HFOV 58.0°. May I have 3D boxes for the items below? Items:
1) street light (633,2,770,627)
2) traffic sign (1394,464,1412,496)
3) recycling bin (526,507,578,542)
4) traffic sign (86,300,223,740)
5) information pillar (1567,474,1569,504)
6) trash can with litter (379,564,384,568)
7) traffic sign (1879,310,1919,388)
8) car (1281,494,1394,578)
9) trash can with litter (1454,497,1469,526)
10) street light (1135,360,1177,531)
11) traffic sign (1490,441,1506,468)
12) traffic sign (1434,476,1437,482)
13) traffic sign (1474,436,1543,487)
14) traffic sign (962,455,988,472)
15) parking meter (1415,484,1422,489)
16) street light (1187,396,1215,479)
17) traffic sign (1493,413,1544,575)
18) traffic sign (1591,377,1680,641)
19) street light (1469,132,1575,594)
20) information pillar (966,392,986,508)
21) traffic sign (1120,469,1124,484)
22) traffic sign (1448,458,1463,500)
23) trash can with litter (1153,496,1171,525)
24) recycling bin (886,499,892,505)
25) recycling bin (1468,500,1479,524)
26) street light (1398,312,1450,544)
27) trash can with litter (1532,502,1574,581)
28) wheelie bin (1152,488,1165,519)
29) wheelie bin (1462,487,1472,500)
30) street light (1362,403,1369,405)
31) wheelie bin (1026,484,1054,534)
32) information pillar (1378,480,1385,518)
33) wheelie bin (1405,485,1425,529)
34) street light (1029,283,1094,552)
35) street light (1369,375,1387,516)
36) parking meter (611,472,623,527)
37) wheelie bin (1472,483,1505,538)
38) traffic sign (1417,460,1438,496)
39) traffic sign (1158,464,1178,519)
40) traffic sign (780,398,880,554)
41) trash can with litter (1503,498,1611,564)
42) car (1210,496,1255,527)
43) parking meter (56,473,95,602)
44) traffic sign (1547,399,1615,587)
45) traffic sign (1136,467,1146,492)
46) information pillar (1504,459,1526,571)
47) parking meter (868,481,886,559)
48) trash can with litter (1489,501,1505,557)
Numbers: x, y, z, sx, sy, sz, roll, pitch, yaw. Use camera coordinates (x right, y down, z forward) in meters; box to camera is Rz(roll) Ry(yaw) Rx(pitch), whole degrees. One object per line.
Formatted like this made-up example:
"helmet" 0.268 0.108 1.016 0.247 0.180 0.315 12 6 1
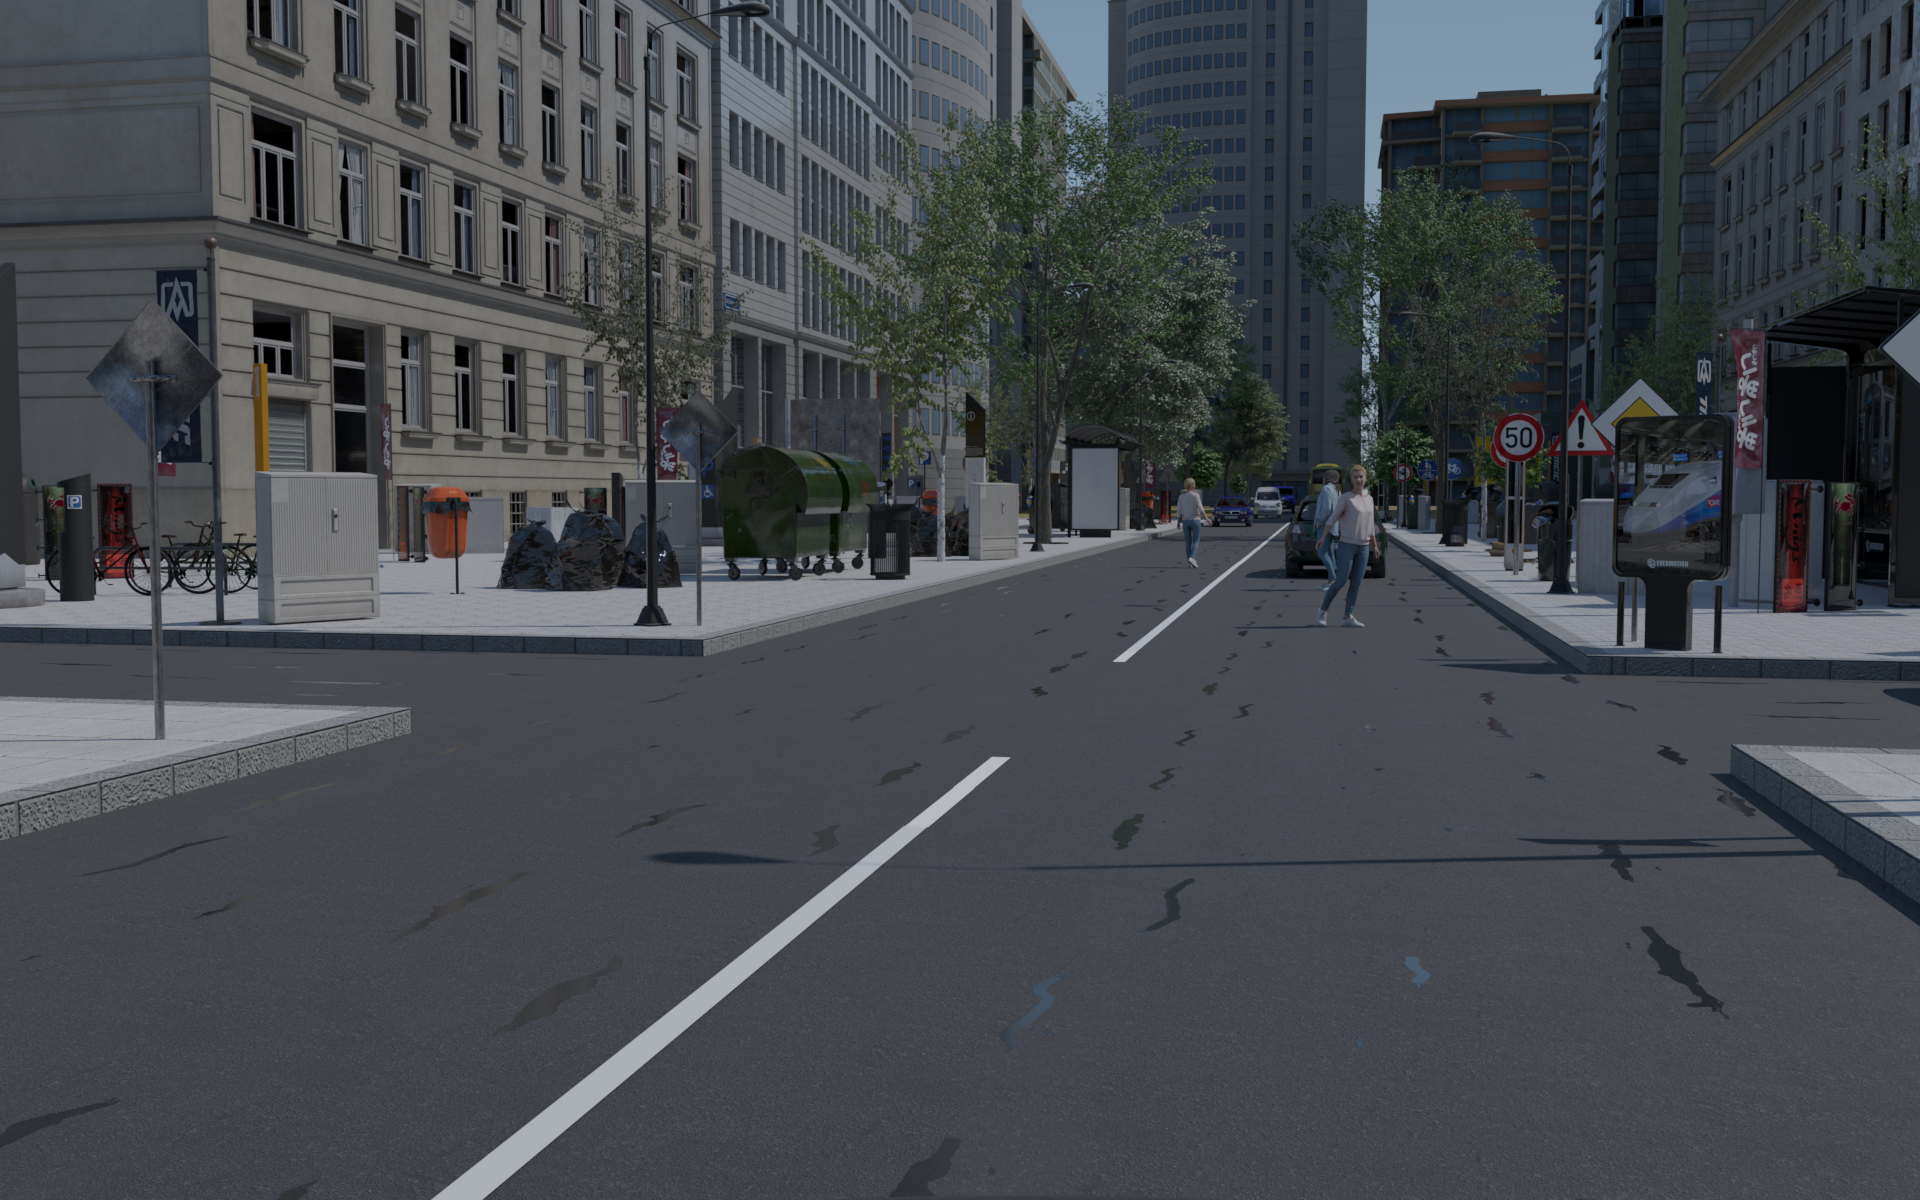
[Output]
"street light" -2.474 -2.696 16.620 1.470 5.913 1.316 1 4 12
"traffic sign" 18.557 -4.433 72.591 0.768 2.556 0.104 1 4 16
"recycling bin" -7.807 -1.263 33.197 0.722 1.027 0.722 3 4 36
"traffic sign" -4.181 -0.327 8.996 0.795 2.450 0.064 1 4 12
"information pillar" 21.983 -3.581 63.036 0.304 2.012 0.304 1 4 11
"trash can with litter" -10.807 -1.146 29.790 1.678 1.210 2.233 -1 4 -15
"traffic sign" 4.225 -0.218 7.213 0.795 2.450 0.064 1 4 12
"car" 6.761 -1.302 31.071 2.009 1.686 4.222 1 4 13
"trash can with litter" 19.920 -3.541 69.289 0.624 1.170 1.055 0 4 -8
"street light" 6.815 -5.358 60.145 1.470 5.913 1.316 1 4 12
"traffic sign" 11.003 -2.115 34.684 0.768 2.556 0.104 1 4 17
"traffic sign" 23.766 -5.227 85.563 0.768 2.556 0.104 1 4 16
"traffic sign" 19.011 -4.049 60.071 2.265 3.308 0.079 1 4 18
"traffic sign" 0.421 -3.070 50.296 0.768 2.556 0.104 1 4 18
"parking meter" 21.996 -4.742 83.235 0.255 1.863 0.399 -1 4 -11
"street light" 11.369 -6.710 82.244 1.470 5.913 1.316 1 4 12
"traffic sign" 8.803 -1.666 27.353 0.768 2.556 0.104 1 4 13
"traffic sign" 5.870 -0.696 15.028 0.795 2.450 0.064 1 4 12
"street light" 7.237 -3.044 22.319 1.470 5.913 1.316 1 4 12
"information pillar" 0.341 -2.947 39.544 0.504 3.616 0.183 2 4 27
"traffic sign" 7.985 -5.304 86.833 0.768 2.556 0.104 1 4 16
"traffic sign" 17.392 -3.744 61.312 0.768 2.556 0.104 1 4 13
"trash can with litter" 8.061 -3.812 73.387 1.678 1.210 2.233 -3 4 -38
"recycling bin" -3.644 -4.213 81.444 0.722 1.027 0.722 2 4 25
"recycling bin" 22.027 -3.802 74.714 0.722 1.027 0.722 1 4 18
"street light" 11.864 -4.382 44.190 1.470 5.913 1.316 1 4 12
"trash can with litter" 8.766 -0.880 25.781 0.624 1.170 1.055 1 4 10
"wheelie bin" 10.147 -4.925 88.436 0.980 1.594 0.693 3 5 44
"wheelie bin" 24.452 -4.574 82.692 0.980 1.594 0.693 -2 4 -31
"street light" 21.149 -7.078 88.265 1.470 5.913 1.316 1 4 12
"wheelie bin" 2.628 -2.936 55.913 0.980 1.594 0.693 -3 4 -39
"information pillar" 20.882 -4.972 85.782 0.304 2.012 0.304 2 4 25
"wheelie bin" 16.601 -3.382 63.208 0.693 1.594 0.980 1 4 12
"street light" 2.249 -4.023 38.317 1.470 5.913 1.316 1 4 12
"street light" 16.562 -5.749 66.540 1.470 5.913 1.316 1 4 12
"parking meter" -9.306 -2.530 47.079 0.255 1.863 0.399 0 4 1
"wheelie bin" 15.450 -2.596 50.347 0.693 1.594 0.980 2 4 31
"traffic sign" 17.270 -3.905 63.953 0.768 2.556 0.104 1 4 17
"traffic sign" 8.965 -4.573 74.774 0.884 2.594 0.081 1 4 17
"traffic sign" -2.802 -2.642 37.069 2.265 3.308 0.079 1 4 16
"trash can with litter" 11.108 -1.301 32.330 2.233 1.210 1.678 0 4 1
"car" 12.064 -3.921 76.694 1.945 1.354 3.894 1 4 11
"parking meter" -10.601 -0.755 20.756 0.372 1.533 0.369 0 3 0
"traffic sign" 8.550 -1.462 23.900 0.884 2.594 0.081 1 4 15
"traffic sign" 8.721 -5.012 81.949 0.884 2.594 0.081 1 4 21
"information pillar" 9.257 -1.493 28.904 0.304 2.012 0.304 1 4 15
"parking meter" -1.655 -1.601 34.583 0.372 1.533 0.369 0 3 0
"trash can with litter" 11.317 -1.489 35.736 0.624 1.170 1.055 2 4 33
